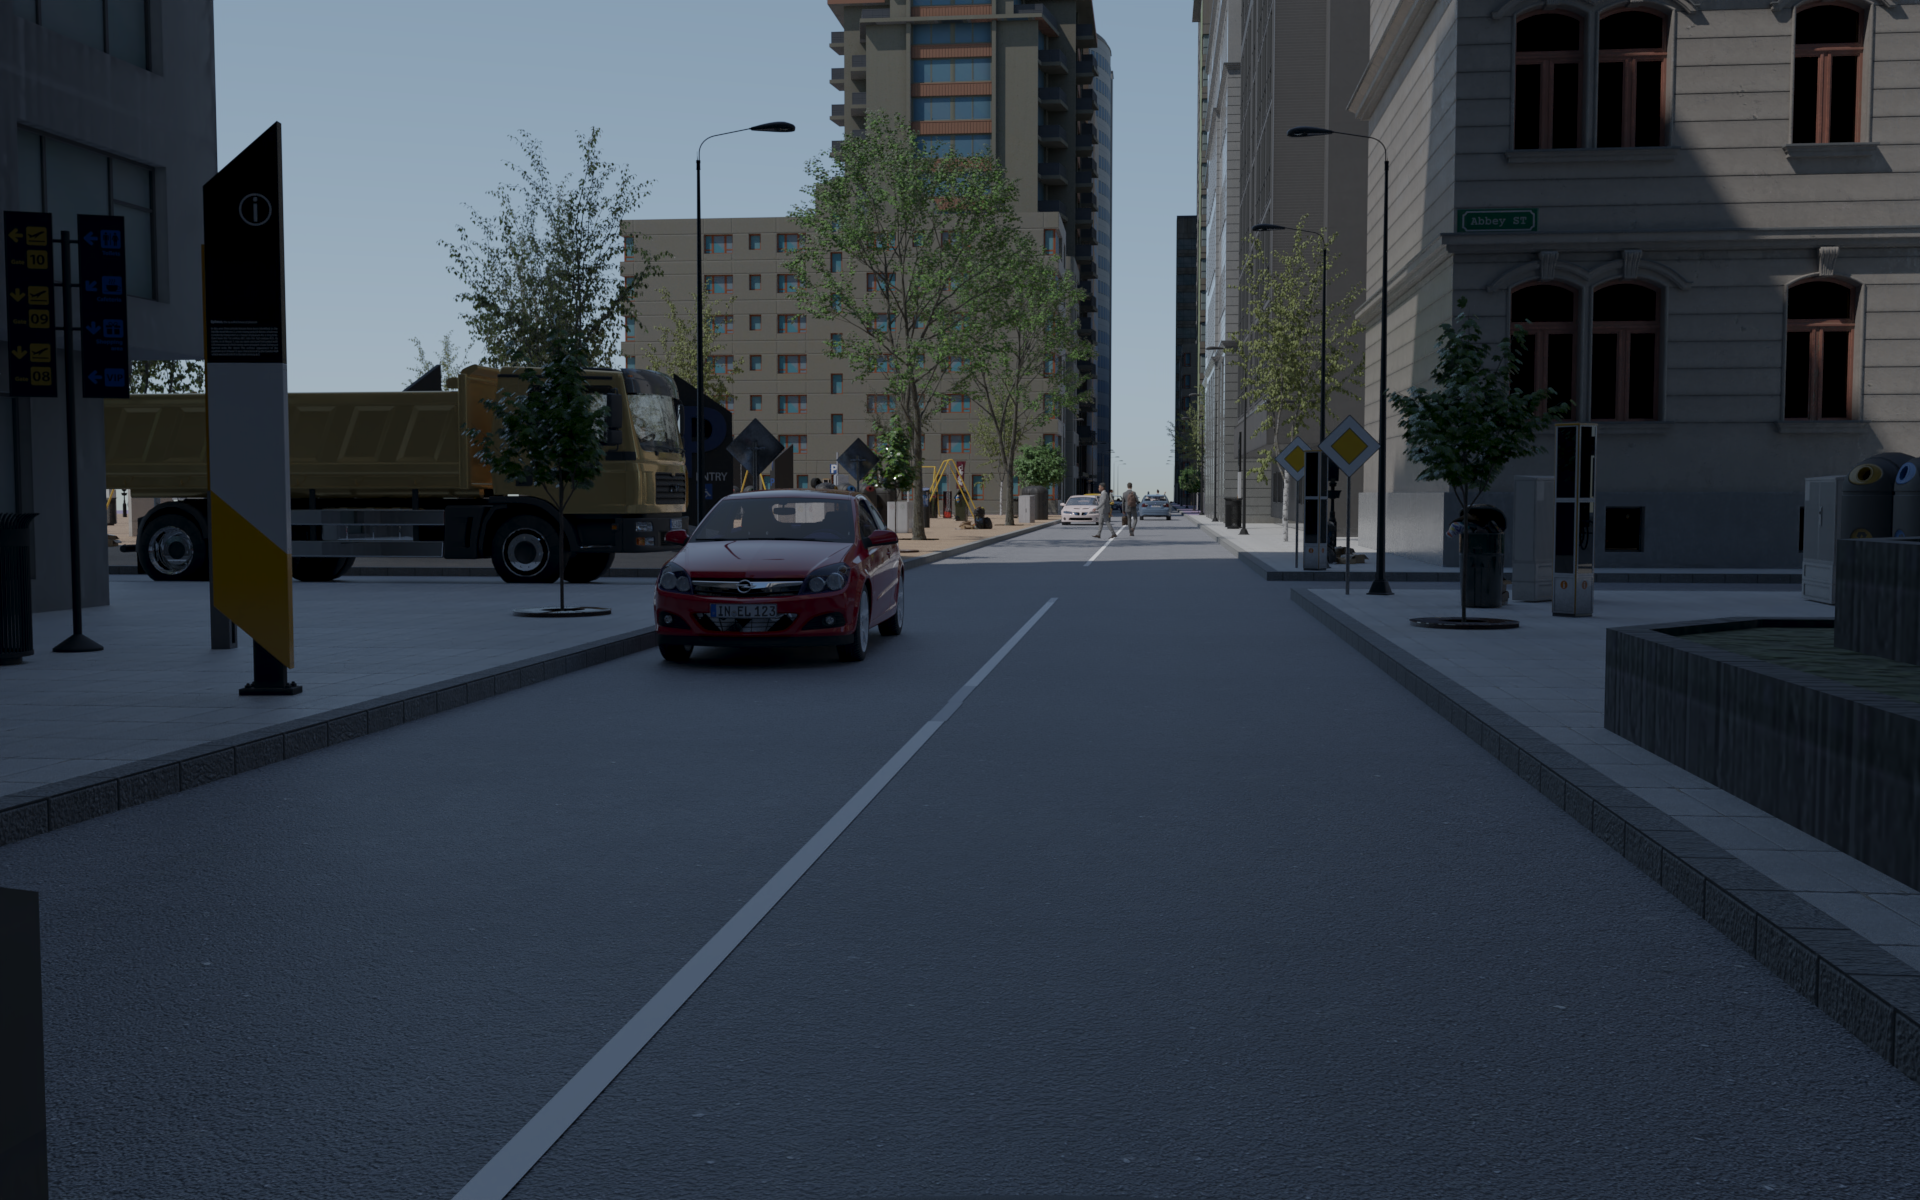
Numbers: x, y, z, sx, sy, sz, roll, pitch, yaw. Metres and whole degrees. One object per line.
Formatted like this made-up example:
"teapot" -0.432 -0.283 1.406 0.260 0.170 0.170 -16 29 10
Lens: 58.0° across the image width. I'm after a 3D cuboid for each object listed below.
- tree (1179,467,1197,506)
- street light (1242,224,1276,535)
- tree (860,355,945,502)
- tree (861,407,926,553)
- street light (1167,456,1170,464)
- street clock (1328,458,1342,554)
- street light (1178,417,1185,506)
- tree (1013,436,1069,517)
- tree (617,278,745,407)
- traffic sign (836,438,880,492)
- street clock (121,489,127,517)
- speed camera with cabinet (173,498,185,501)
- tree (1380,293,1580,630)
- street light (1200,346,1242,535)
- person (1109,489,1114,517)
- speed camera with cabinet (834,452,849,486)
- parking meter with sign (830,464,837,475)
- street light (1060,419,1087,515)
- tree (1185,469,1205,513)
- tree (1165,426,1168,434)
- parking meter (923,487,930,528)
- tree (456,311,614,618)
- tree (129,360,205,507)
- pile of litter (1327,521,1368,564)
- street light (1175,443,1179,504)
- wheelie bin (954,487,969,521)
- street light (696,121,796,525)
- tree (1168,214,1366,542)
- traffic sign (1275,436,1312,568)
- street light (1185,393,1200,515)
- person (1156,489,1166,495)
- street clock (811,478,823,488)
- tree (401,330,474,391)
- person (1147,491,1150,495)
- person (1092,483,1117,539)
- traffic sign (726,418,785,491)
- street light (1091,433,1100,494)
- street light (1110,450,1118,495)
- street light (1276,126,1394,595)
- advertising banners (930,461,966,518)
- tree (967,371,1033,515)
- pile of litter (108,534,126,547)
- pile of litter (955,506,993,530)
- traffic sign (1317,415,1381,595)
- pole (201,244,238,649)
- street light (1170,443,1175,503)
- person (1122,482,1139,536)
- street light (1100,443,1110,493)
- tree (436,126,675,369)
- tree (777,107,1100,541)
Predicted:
"tree" 25.903 -12.841 193.670 4.285 4.588 4.351 0 3 0
"street light" 5.709 -3.506 29.866 1.470 5.913 1.316 0 4 6
"tree" -2.898 -8.491 89.194 4.360 8.622 3.978 0 3 0
"tree" -1.332 -2.665 38.178 1.663 3.219 1.824 0 3 0
"street light" 22.600 -12.732 180.710 1.470 5.913 1.316 0 4 6
"street clock" 7.373 -1.817 34.284 0.358 2.002 0.471 1 4 10
"street light" 14.308 -8.168 106.085 1.470 5.913 1.316 0 4 6
"tree" 4.499 -6.941 97.201 4.285 4.588 4.351 0 3 0
"tree" -9.358 -6.674 59.488 4.737 8.622 4.395 0 3 0
"traffic sign" -1.811 -1.664 30.846 0.795 2.450 0.064 0 4 6
"street clock" -46.185 -5.575 95.720 0.471 2.002 0.358 -3 5 -41
"speed camera with cabinet" -29.863 -4.463 67.302 2.038 3.252 0.660 1 4 21
"tree" 4.843 -1.363 16.893 1.663 3.219 1.824 0 3 0
"street light" 8.410 -5.011 54.467 1.470 5.913 1.316 0 4 6
"person" 9.580 -6.071 108.556 0.721 1.735 1.217 0 4 6
"speed camera with cabinet" -5.373 -5.319 81.298 0.660 3.252 2.038 -1 4 -19
"parking meter with sign" -6.959 -6.426 101.326 0.543 3.016 1.738 1 4 23
"street light" 6.908 -8.207 106.725 1.470 5.913 1.316 0 4 6
"tree" 16.034 -7.487 117.021 1.663 3.219 1.824 0 3 0
"tree" 15.711 -9.887 112.017 4.737 8.622 4.395 0 3 0
"parking meter" -1.328 -3.504 65.709 0.372 1.533 0.369 0 3 0
"tree" -4.238 -1.463 18.526 1.663 3.219 1.824 0 3 0
"tree" -24.502 -6.010 48.634 4.360 8.622 3.978 0 3 0
"pile of litter" 7.073 -1.126 32.369 1.176 0.858 1.719 2 4 32
"street light" 17.180 -9.688 130.944 1.470 5.913 1.316 0 4 6
"wheelie bin" 0.098 -4.543 82.192 0.693 1.594 0.980 1 4 11
"street light" -2.746 -3.013 21.811 1.470 5.913 1.316 0 4 6
"tree" 8.941 -5.889 46.647 4.737 8.622 4.395 0 3 0
"traffic sign" 5.833 -1.610 29.968 0.795 2.450 0.064 0 4 6
"street light" 11.271 -6.575 80.038 1.470 5.913 1.316 0 4 6
"person" 12.421 -5.991 107.251 0.742 1.727 0.445 1 4 17
"street clock" -6.435 -4.454 77.390 0.358 2.002 0.471 3 4 38
"tree" -23.597 -7.815 78.139 4.737 8.622 4.395 0 3 0
"person" 20.795 -11.071 190.237 0.721 1.736 1.217 2 4 23
"person" 4.655 -2.875 55.783 0.850 1.792 0.678 1 4 11
"traffic sign" -2.704 -1.179 22.911 0.795 2.450 0.064 0 4 6
"street light" 9.703 -9.734 131.684 1.470 5.913 1.316 0 4 6
"street light" 16.214 -13.263 189.392 1.470 5.913 1.316 0 4 6
"street light" 4.828 -3.025 21.996 1.470 5.913 1.316 0 4 6
"advertising banners" -0.695 -5.852 91.875 2.074 3.025 0.090 1 4 12
"tree" 2.451 -9.398 104.019 4.737 8.622 4.395 0 3 0
"pile of litter" -21.082 -1.737 42.361 1.176 0.858 1.719 1 4 20
"pile of litter" 0.493 -3.016 63.284 1.719 0.858 1.176 -2 4 -33
"traffic sign" 4.939 -1.125 22.033 0.795 2.450 0.064 0 4 6
"pole" -6.109 -1.250 14.284 0.158 3.312 0.155 0 3 0
"street light" 19.933 -11.227 156.106 1.470 5.913 1.316 0 4 6
"person" 5.800 -3.091 58.999 0.622 1.834 0.822 1 4 20
"street light" 12.506 -11.237 156.273 1.470 5.913 1.316 0 4 6
"tree" -7.808 -5.116 34.009 4.360 8.622 3.978 0 3 0
"tree" -1.318 -7.470 47.896 9.928 11.665 9.643 0 3 0
